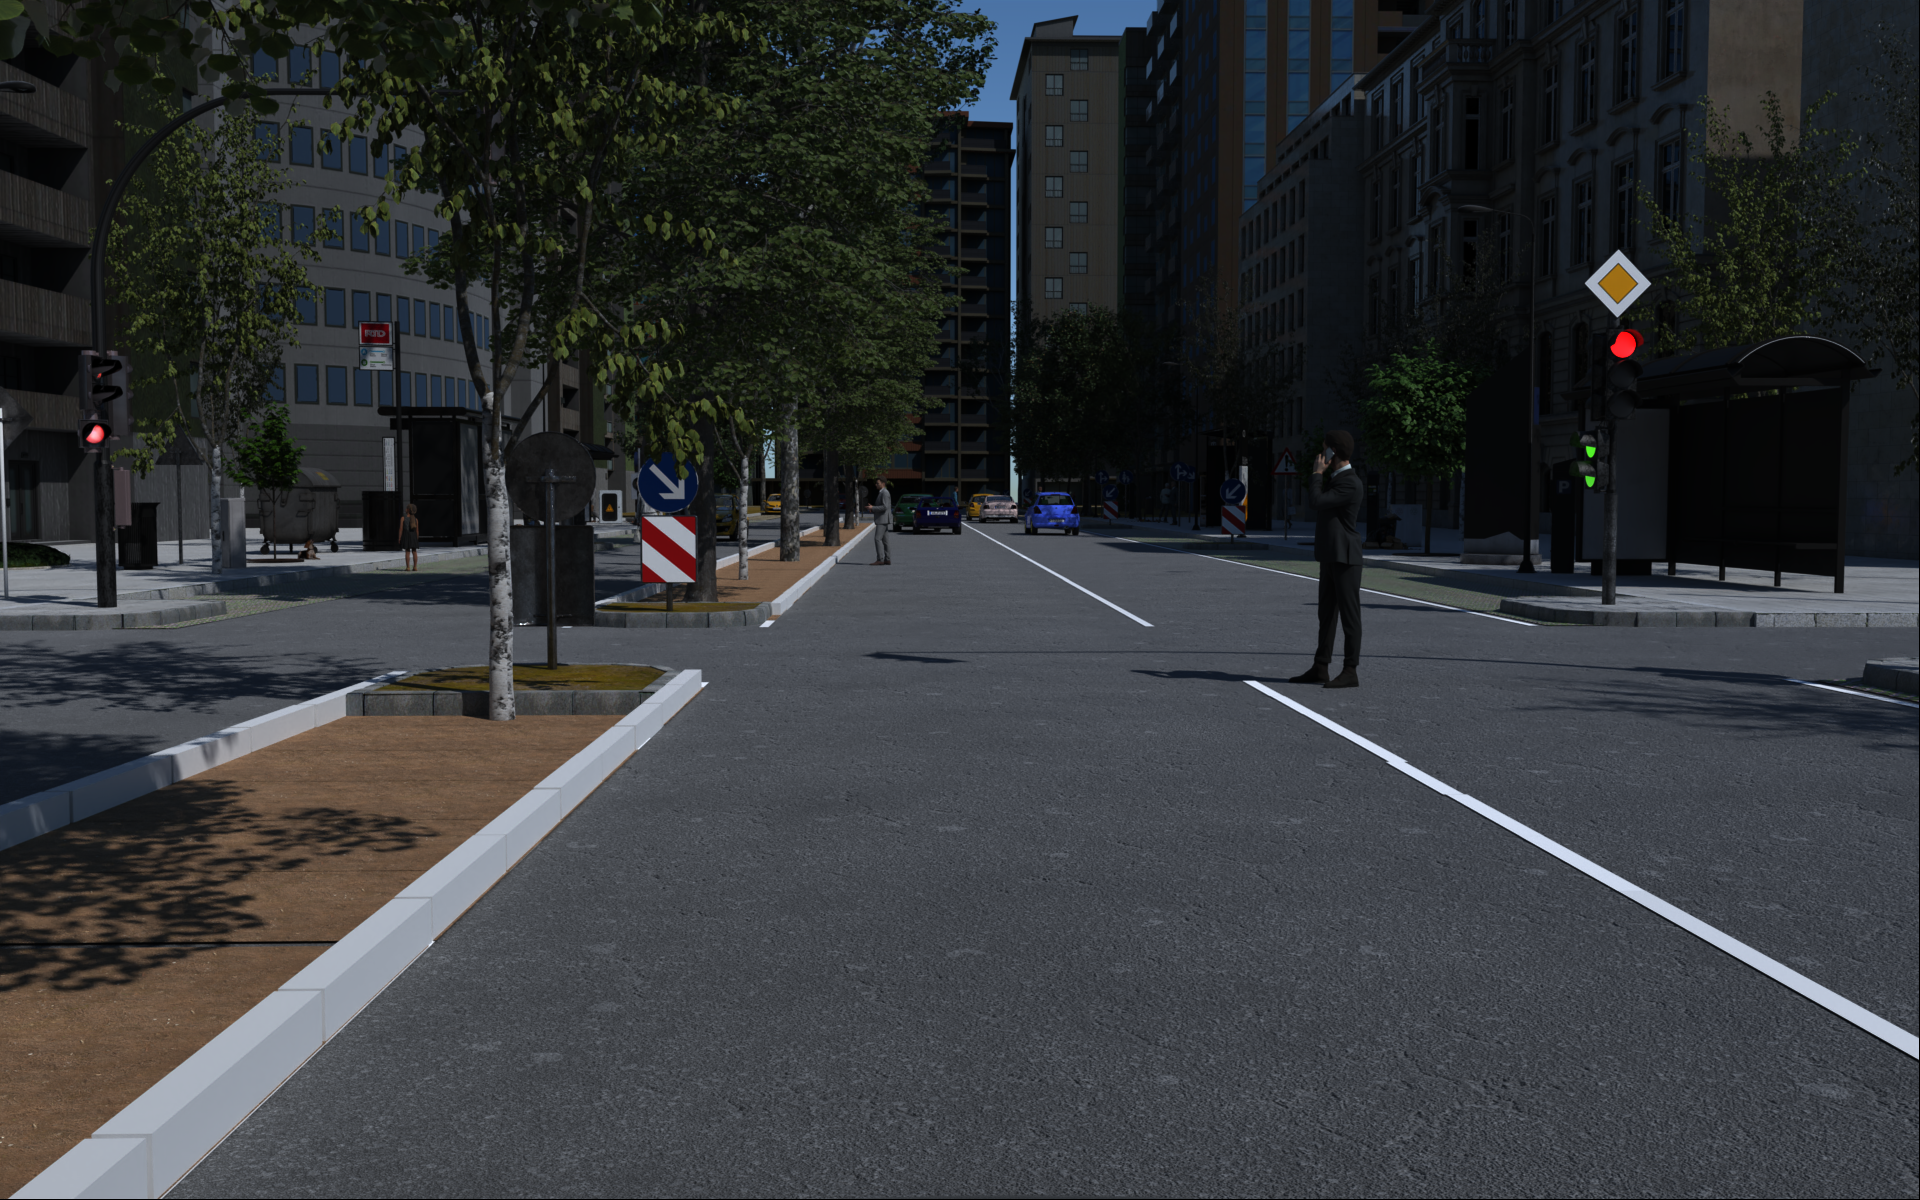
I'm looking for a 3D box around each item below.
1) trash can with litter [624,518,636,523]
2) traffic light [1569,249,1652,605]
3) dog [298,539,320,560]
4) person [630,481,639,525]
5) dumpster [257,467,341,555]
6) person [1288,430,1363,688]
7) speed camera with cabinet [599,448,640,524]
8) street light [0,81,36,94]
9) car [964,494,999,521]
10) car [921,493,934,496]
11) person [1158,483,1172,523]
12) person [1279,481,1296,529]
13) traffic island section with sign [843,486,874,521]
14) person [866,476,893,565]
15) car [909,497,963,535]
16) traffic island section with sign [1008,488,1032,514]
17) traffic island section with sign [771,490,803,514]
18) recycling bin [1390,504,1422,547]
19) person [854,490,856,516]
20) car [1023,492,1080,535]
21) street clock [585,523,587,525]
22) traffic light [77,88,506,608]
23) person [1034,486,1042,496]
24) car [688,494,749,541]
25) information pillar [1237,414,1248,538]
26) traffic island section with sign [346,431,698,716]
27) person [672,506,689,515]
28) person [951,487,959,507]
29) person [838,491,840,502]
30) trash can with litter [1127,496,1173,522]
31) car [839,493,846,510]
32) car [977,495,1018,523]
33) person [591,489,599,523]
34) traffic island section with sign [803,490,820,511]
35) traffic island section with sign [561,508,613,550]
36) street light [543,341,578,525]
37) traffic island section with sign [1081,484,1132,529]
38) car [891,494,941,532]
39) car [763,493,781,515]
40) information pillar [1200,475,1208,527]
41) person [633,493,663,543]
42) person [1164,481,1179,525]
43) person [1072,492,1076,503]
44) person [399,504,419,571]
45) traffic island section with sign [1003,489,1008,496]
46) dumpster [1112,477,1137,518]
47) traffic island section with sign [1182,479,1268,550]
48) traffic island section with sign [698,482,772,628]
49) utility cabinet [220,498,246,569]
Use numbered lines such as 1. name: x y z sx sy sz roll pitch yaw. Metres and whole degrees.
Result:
1. trash can with litter: -14.471 -4.057 77.382 1.678 1.210 2.233 0 4 1
2. traffic light: 7.514 -1.901 20.001 0.839 4.253 0.868 0 4 -2
3. dog: -12.804 -1.005 34.160 0.550 0.427 0.748 0 4 -3
4. person: -13.172 -3.994 71.118 0.755 1.850 0.659 0 4 -6
5. dumpster: -14.215 -1.926 37.246 1.264 1.857 1.865 0 4 -2
6. person: 2.750 -0.306 12.870 0.474 1.900 0.648 0 4 -2
7. speed camera with cabinet: -14.507 -4.905 74.527 2.038 3.252 0.660 -1 4 -10
8. street light: -11.093 -2.880 19.622 1.470 5.913 1.316 0 4 -2
9. car: 1.224 -5.106 93.707 2.015 1.641 3.980 0 4 -2
10. car: -2.761 -7.832 137.087 2.155 1.783 4.494 0 4 -1
11. person: 9.219 -4.310 76.999 0.782 1.767 0.515 3 4 36
12. person: 12.113 -3.518 63.920 0.624 1.780 0.694 -2 4 -26
13. traffic island section with sign: -5.365 -5.287 94.574 2.006 1.907 1.989 0 4 -2
14. person: -1.650 -1.605 34.934 0.583 1.804 0.606 -1 4 -11
15. car: -0.848 -3.047 62.392 1.945 1.354 3.894 0 4 -2
16. traffic island section with sign: 4.610 -6.924 121.829 1.989 1.847 2.006 0 4 -2
17. traffic island section with sign: -12.303 -6.922 121.809 1.989 1.847 2.006 0 4 -2
18. recycling bin: 10.880 -1.818 42.281 0.722 1.027 0.722 1 4 10
19. person: -6.543 -6.214 110.892 0.721 1.735 1.217 0 4 3
20. car: 3.238 -3.177 61.533 1.945 1.707 3.694 0 4 -3
21. street clock: -15.673 -4.127 72.054 0.358 2.002 0.471 1 4 10
22. traffic light: -7.551 -2.747 19.586 4.771 5.953 1.251 0 4 -2
23. person: 3.705 -4.442 81.312 0.419 1.800 0.721 3 5 42
24. car: -7.610 -2.665 53.798 2.015 1.641 3.980 0 4 0
25. information pillar: 8.362 -3.655 51.122 0.183 3.616 0.504 2 4 30
26. traffic island section with sign: -2.977 -0.240 12.063 2.006 1.907 1.989 0 4 -2
27. person: -6.661 -1.976 41.235 0.576 1.772 0.534 1 4 17
28. person: -0.292 -4.547 83.180 0.444 1.785 0.601 -1 4 -15
29. person: -7.525 -6.009 107.272 0.721 1.766 1.217 0 4 1
30. trash can with litter: 8.911 -4.192 79.591 1.678 1.210 2.233 -3 5 -43
31. car: -9.827 -8.097 141.421 2.155 1.783 4.494 0 4 -3
32. car: 1.909 -4.532 86.460 2.083 1.381 4.827 0 4 -1
33. person: -16.567 -4.402 78.135 0.853 1.813 0.709 -1 4 -22
34. traffic island section with sign: -13.125 -8.626 149.655 1.989 1.847 2.006 0 4 -2
35. traffic island section with sign: -10.087 -2.223 44.971 1.989 1.847 2.006 0 4 -2
36. street light: -12.022 -4.882 52.360 1.470 5.913 1.316 0 4 -2
37. traffic island section with sign: 6.056 -3.871 71.911 1.989 1.847 2.006 0 4 -2
38. car: -1.639 -3.367 66.843 2.131 1.459 4.920 0 4 0
39. car: -12.448 -6.638 118.760 2.015 1.641 3.980 0 4 -3
40. information pillar: 9.611 -3.894 68.161 0.304 2.012 0.304 1 4 13
41. person: -6.223 -1.595 34.939 0.694 1.780 0.624 0 4 7
42. person: 8.762 -3.999 71.604 0.590 1.801 0.661 -2 4 -24
43. person: 11.505 -10.062 174.477 0.415 1.643 0.593 -1 4 -9
44. person: -10.190 -1.153 32.013 0.362 1.253 0.373 -2 4 -32
45. traffic island section with sign: 3.841 -8.572 148.773 1.989 1.847 2.006 0 4 -2
46. dumpster: 8.994 -5.638 94.669 1.502 2.255 1.985 0 4 -2
47. traffic island section with sign: 6.840 -2.223 44.967 1.989 1.847 2.006 0 4 -2
48. traffic island section with sign: -3.182 -0.693 19.467 2.006 1.907 1.989 0 4 -2
49. utility cabinet: -12.779 -1.167 30.245 0.306 1.237 1.020 -3 4 -39
